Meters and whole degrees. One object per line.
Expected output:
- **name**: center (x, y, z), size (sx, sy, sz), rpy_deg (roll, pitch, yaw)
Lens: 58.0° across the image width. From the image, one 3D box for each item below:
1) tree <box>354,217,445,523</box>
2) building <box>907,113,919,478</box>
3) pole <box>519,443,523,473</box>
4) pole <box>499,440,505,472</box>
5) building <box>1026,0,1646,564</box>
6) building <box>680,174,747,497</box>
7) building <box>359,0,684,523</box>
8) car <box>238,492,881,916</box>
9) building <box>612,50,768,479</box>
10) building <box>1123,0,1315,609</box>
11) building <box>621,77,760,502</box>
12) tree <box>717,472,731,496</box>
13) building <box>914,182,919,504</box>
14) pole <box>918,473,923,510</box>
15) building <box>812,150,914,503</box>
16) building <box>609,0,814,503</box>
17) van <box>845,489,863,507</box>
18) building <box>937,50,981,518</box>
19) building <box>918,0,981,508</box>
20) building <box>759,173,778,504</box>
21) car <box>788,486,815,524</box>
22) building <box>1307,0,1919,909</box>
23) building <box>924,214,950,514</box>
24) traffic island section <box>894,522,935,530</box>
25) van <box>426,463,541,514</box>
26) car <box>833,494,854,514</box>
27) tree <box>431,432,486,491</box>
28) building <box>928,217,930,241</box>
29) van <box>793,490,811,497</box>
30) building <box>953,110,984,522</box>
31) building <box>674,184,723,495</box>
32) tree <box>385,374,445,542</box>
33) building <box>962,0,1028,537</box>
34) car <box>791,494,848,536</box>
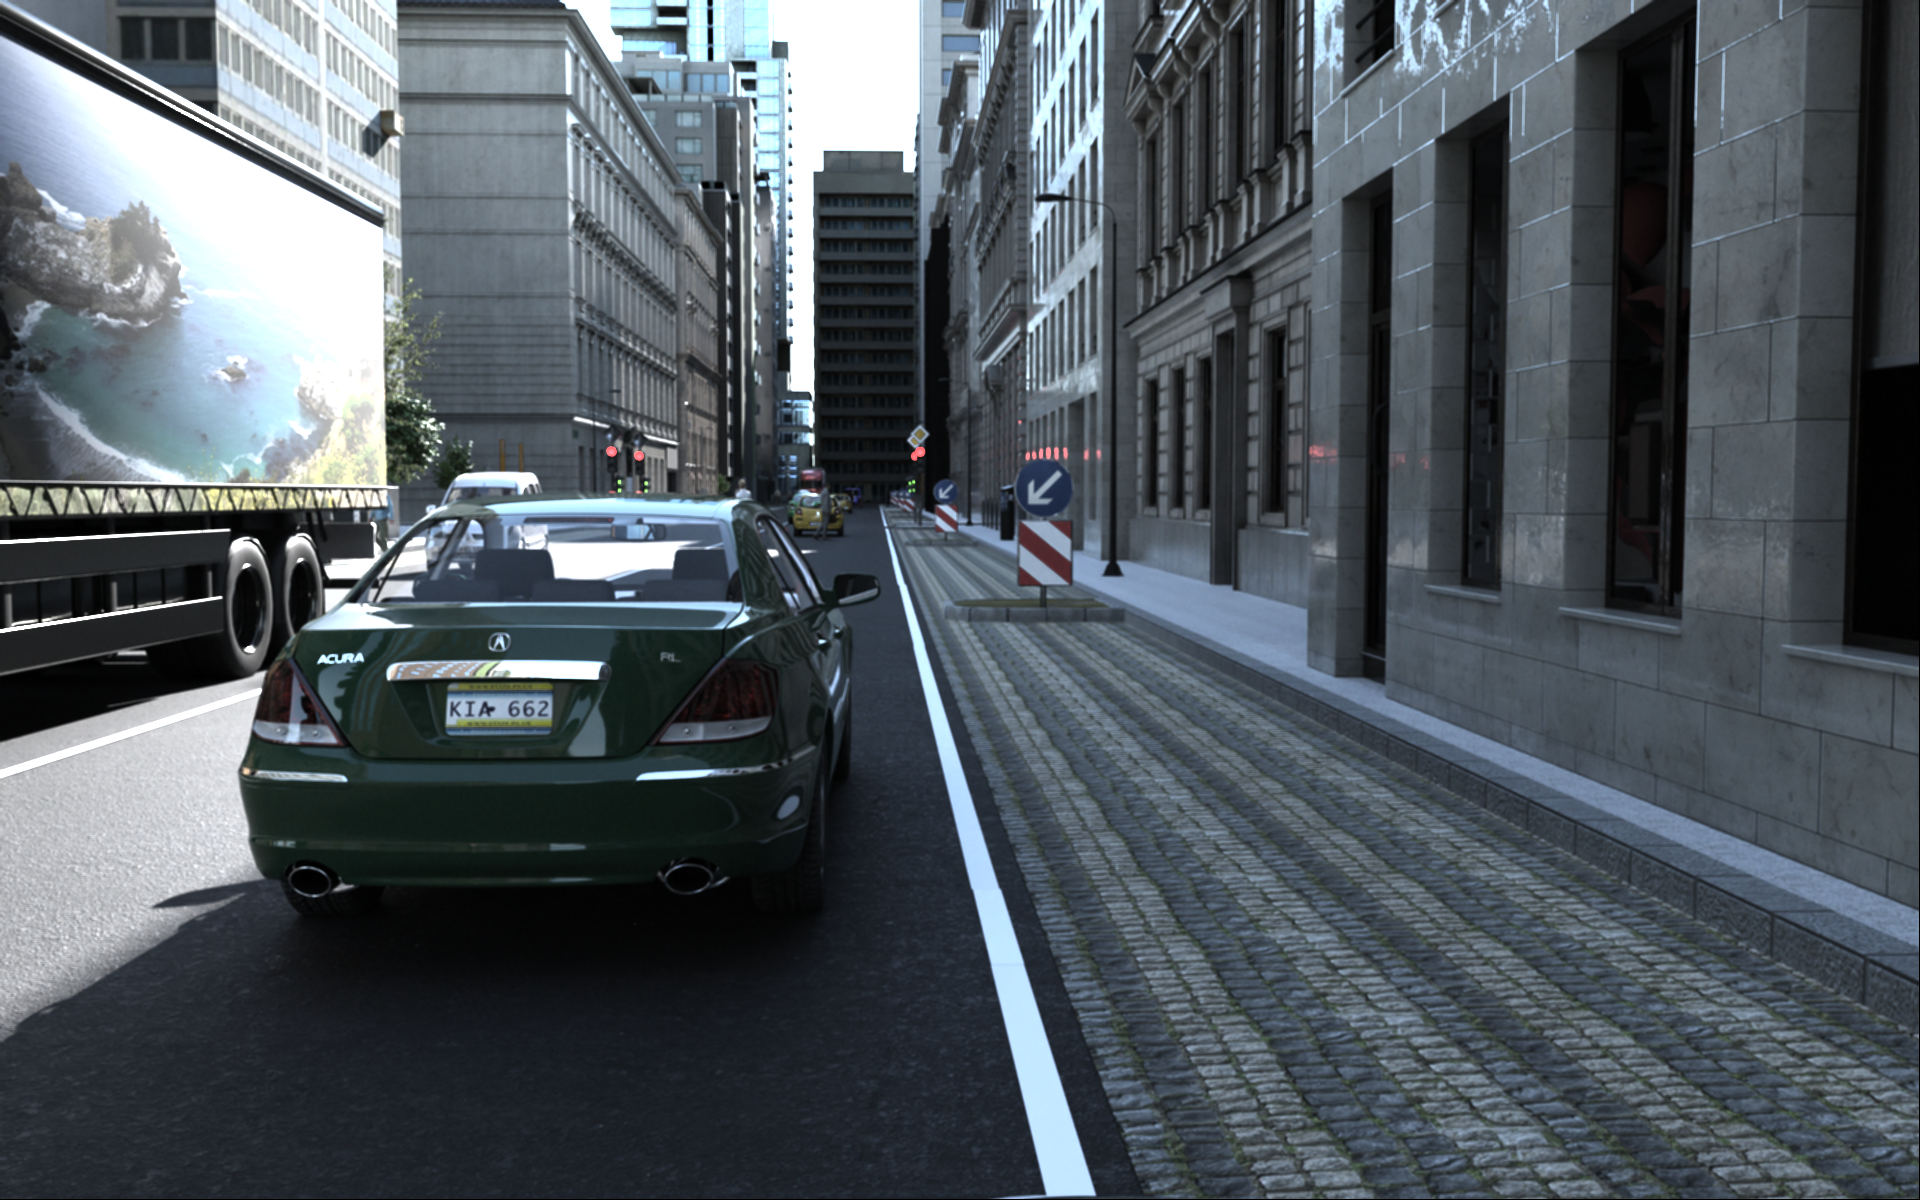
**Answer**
- **tree**: center (-14.784, -5.624, 42.317), size (4.360, 8.622, 3.978), rpy_deg (0, 3, 0)
- **building**: center (5.900, -35.462, 199.404), size (23.786, 49.044, 30.456), rpy_deg (0, 4, -3)
- **pole**: center (-17.573, -4.622, 69.410), size (0.158, 3.312, 0.155), rpy_deg (0, 3, 0)
- **pole**: center (-17.128, -4.344, 64.872), size (0.158, 3.312, 0.155), rpy_deg (0, 3, 0)
- **building**: center (7.506, -11.418, 41.443), size (10.420, 20.320, 16.860), rpy_deg (0, 4, -3)
- **building**: center (-27.289, -23.682, 158.904), size (14.160, 30.474, 14.107), rpy_deg (0, 4, -3)
- **building**: center (-26.243, -19.652, 97.728), size (17.030, 29.872, 44.131), rpy_deg (0, 4, -3)
- **car**: center (-1.410, 0.272, 7.344), size (2.131, 1.459, 4.920), rpy_deg (0, 4, -2)
- **building**: center (-34.145, -35.157, 194.418), size (23.786, 49.044, 30.456), rpy_deg (0, 4, -3)
- **building**: center (8.343, -9.715, 23.460), size (10.561, 19.102, 19.286), rpy_deg (0, 4, -3)
- **building**: center (-27.952, -29.910, 172.631), size (14.154, 41.232, 14.086), rpy_deg (0, 4, -3)
- **tree**: center (-20.913, -9.530, 150.419), size (1.663, 3.219, 1.824), rpy_deg (0, 3, 0)
- **building**: center (1.091, -32.935, 222.089), size (14.154, 41.232, 14.086), rpy_deg (0, 4, -3)
- **pole**: center (-3.042, -8.835, 138.292), size (0.158, 3.312, 0.155), rpy_deg (0, 3, 0)
- **building**: center (-10.007, -38.105, 246.717), size (21.600, 48.544, 21.300), rpy_deg (0, 4, -3)
- **building**: center (-36.572, -57.000, 244.613), size (31.000, 86.520, 22.319), rpy_deg (0, 4, -3)
- **van**: center (-12.017, -11.647, 194.808), size (2.240, 2.365, 5.245), rpy_deg (0, 4, -2)
- **building**: center (5.978, -19.209, 101.452), size (14.401, 28.519, 23.554), rpy_deg (0, 4, -3)
- **building**: center (6.441, -38.395, 169.760), size (21.231, 58.520, 28.212), rpy_deg (0, 4, -3)
- **building**: center (-30.481, -32.884, 221.242), size (14.086, 41.232, 14.154), rpy_deg (0, 4, -3)
- **car**: center (-7.419, -4.635, 84.582), size (1.959, 1.807, 4.718), rpy_deg (0, 4, -2)
- **building**: center (8.173, -9.138, 4.164), size (10.420, 20.320, 16.860), rpy_deg (0, 4, -3)
- **building**: center (3.892, -17.829, 121.190), size (12.332, 23.373, 15.834), rpy_deg (0, 4, -3)
- **traffic island section**: center (-1.592, -2.923, 70.074), size (2.009, 0.180, 2.903), rpy_deg (0, 4, -3)
- **van**: center (-8.713, -1.531, 32.048), size (2.013, 2.044, 4.112), rpy_deg (0, 4, -5)
- **car**: center (-8.901, -7.255, 128.836), size (2.015, 1.641, 3.980), rpy_deg (0, 4, -1)
- **tree**: center (-15.588, -3.638, 54.091), size (1.663, 3.219, 1.824), rpy_deg (0, 3, 0)
- **building**: center (4.706, -21.623, 140.920), size (14.401, 28.519, 23.554), rpy_deg (0, 4, -3)
- **van**: center (-15.589, -10.134, 172.710), size (2.013, 2.044, 4.112), rpy_deg (0, 4, -4)
- **building**: center (10.459, -15.181, 84.374), size (21.152, 22.565, 11.583), rpy_deg (0, 4, -3)
- **building**: center (-25.411, -20.531, 132.937), size (12.463, 27.353, 25.104), rpy_deg (0, 4, -3)
- **tree**: center (-15.710, -3.871, 47.008), size (4.285, 4.588, 4.351), rpy_deg (0, 3, 0)
- **building**: center (6.063, -14.139, 60.058), size (11.050, 23.489, 19.941), rpy_deg (0, 4, -3)
- **car**: center (-4.879, -3.045, 60.005), size (2.015, 1.641, 3.980), rpy_deg (0, 4, -3)
